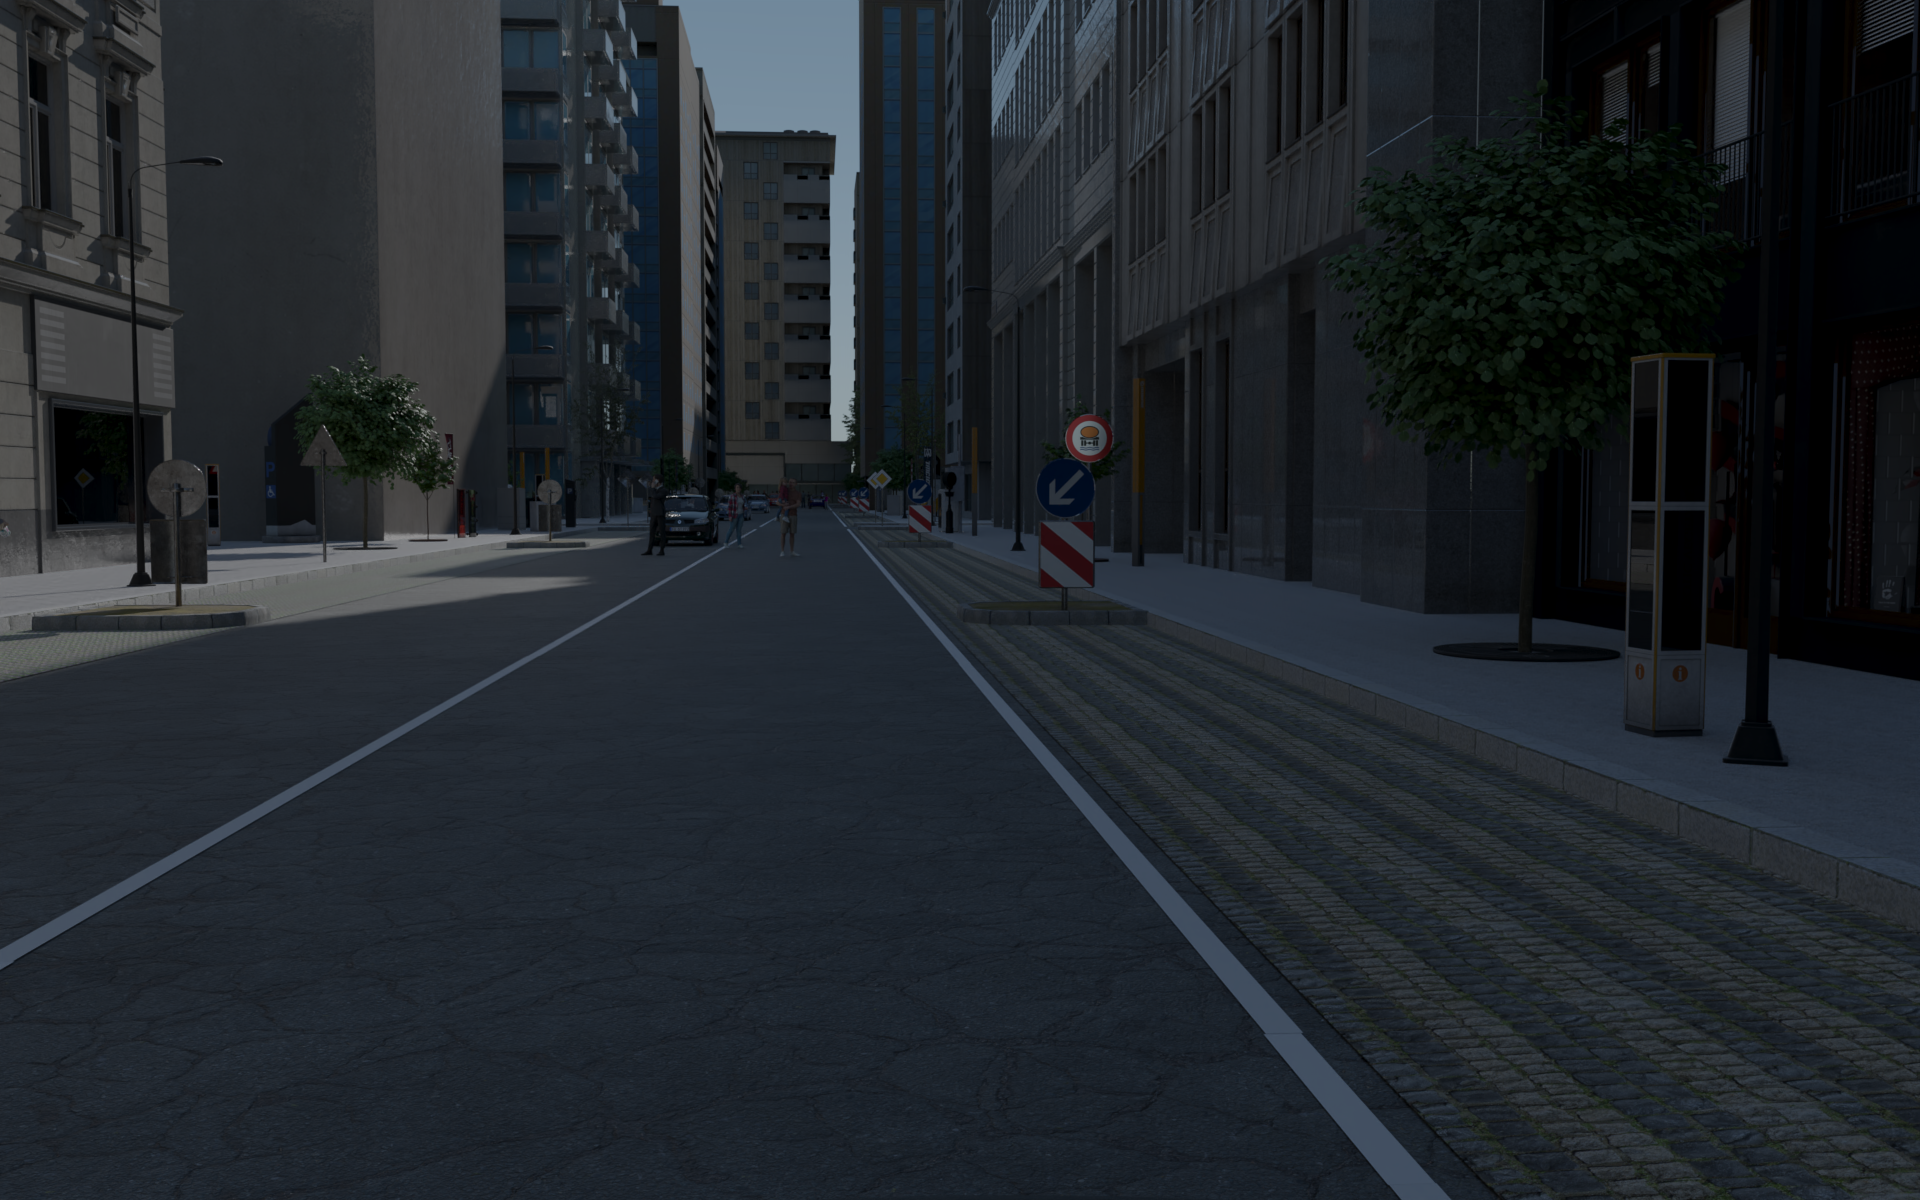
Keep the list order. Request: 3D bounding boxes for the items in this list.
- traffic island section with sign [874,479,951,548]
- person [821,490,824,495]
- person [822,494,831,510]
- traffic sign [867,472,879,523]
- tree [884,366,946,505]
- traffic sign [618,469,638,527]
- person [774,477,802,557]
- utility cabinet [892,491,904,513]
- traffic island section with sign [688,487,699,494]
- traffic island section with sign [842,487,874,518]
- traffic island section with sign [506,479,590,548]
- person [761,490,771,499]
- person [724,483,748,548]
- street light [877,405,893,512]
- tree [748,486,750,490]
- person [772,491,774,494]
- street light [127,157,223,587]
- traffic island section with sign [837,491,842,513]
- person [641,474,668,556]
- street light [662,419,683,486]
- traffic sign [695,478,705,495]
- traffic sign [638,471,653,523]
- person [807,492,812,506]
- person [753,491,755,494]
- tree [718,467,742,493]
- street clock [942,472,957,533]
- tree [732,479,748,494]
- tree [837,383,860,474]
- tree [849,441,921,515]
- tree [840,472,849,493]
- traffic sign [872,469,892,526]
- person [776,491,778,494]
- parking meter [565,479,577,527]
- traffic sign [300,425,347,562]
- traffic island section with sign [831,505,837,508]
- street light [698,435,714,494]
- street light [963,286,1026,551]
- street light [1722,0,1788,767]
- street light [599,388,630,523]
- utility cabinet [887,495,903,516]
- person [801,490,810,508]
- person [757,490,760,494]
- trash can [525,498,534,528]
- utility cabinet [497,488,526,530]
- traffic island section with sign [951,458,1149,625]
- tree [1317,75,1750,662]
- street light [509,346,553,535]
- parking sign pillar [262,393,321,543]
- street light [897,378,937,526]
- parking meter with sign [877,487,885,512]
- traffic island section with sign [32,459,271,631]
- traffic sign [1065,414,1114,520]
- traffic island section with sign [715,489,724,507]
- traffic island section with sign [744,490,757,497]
[{"bbox_3d":[-1.237,-2.333,46.770,1.989,1.847,2.006,0,4,-5],"label":"traffic island section with sign"},{"bbox_3d":[-15.005,-10.917,186.869,0.599,1.838,0.709,0,4,-2],"label":"person"},{"bbox_3d":[-11.924,-8.705,154.050,0.991,1.433,0.599,-3,4,-36],"label":"person"},{"bbox_3d":[-3.768,-4.499,77.194,0.795,2.450,0.064,0,4,-5],"label":"traffic sign"},{"bbox_3d":[-2.169,-9.169,100.273,4.737,8.622,4.395,0,3,0],"label":"tree"},{"bbox_3d":[-13.126,-3.963,68.436,0.795,2.450,0.064,0,4,-5],"label":"traffic sign"},{"bbox_3d":[-3.958,-1.909,39.685,0.573,1.828,0.580,2,4,31],"label":"person"},{"bbox_3d":[-4.185,-6.749,119.020,0.318,1.500,1.173,-3,5,-42],"label":"utility cabinet"},{"bbox_3d":[-15.501,-5.650,101.001,1.989,1.847,2.006,0,4,-5],"label":"traffic island section with sign"},{"bbox_3d":[-5.797,-5.726,102.245,1.989,1.847,2.006,0,4,-5],"label":"traffic island section with sign"},{"bbox_3d":[-11.012,-2.315,46.485,1.989,1.847,2.006,0,4,-5],"label":"traffic island section with sign"},{"bbox_3d":[-18.828,-9.672,166.768,1.348,1.807,0.705,-2,4,-30],"label":"person"},{"bbox_3d":[-5.926,-2.234,45.872,0.563,1.720,0.643,-3,5,-44],"label":"person"},{"bbox_3d":[-3.427,-7.209,90.404,1.470,5.913,1.316,0,4,-5],"label":"street light"},{"bbox_3d":[-28.213,-14.166,226.215,1.663,3.219,1.824,0,3,0],"label":"tree"},{"bbox_3d":[-24.632,-13.399,227.563,0.705,1.826,1.348,0,4,-4],"label":"person"},{"bbox_3d":[-10.850,-3.145,23.956,1.470,5.913,1.316,0,4,-5],"label":"street light"},{"bbox_3d":[-8.022,-7.382,129.323,1.989,1.847,2.006,0,4,-5],"label":"traffic island section with sign"},{"bbox_3d":[-7.105,-1.991,40.423,0.648,1.900,0.474,3,5,44],"label":"person"},{"bbox_3d":[-17.746,-8.206,106.714,1.470,5.913,1.316,0,4,-5],"label":"street light"},{"bbox_3d":[-20.351,-8.289,135.629,0.768,2.556,0.104,0,4,-2],"label":"traffic sign"},{"bbox_3d":[-13.780,-4.450,76.394,0.795,2.450,0.064,0,4,-5],"label":"traffic sign"},{"bbox_3d":[-18.109,-12.217,209.043,0.742,1.727,0.445,2,4,24],"label":"person"},{"bbox_3d":[-19.082,-9.309,161.410,0.721,1.735,1.217,2,4,27],"label":"person"},{"bbox_3d":[-27.811,-13.688,207.511,4.285,4.588,4.351,0,3,0],"label":"tree"},{"bbox_3d":[-0.341,-3.171,56.412,0.358,2.002,0.471,3,5,41],"label":"street clock"},{"bbox_3d":[-28.186,-13.753,219.462,1.663,3.219,1.824,0,3,0],"label":"tree"},{"bbox_3d":[-7.660,-14.715,158.720,7.486,12.596,7.792,0,3,0],"label":"tree"},{"bbox_3d":[-4.281,-7.945,113.613,4.285,4.588,4.351,0,3,0],"label":"tree"},{"bbox_3d":[-9.608,-11.629,173.848,4.285,4.588,4.351,0,3,0],"label":"tree"},{"bbox_3d":[-3.113,-4.012,69.236,0.795,2.450,0.064,0,4,-5],"label":"traffic sign"},{"bbox_3d":[-21.422,-11.858,202.388,0.705,1.822,1.348,1,4,15],"label":"person"},{"bbox_3d":[-14.951,-3.722,66.572,0.399,1.863,0.255,0,4,1],"label":"parking meter"},{"bbox_3d":[-11.938,-1.987,32.486,0.884,2.594,0.081,0,4,2],"label":"traffic sign"},{"bbox_3d":[-12.110,-10.421,179.017,1.989,1.847,2.006,0,4,-5],"label":"traffic island section with sign"},{"bbox_3d":[-20.133,-10.066,137.123,1.470,5.913,1.316,0,4,-5],"label":"street light"},{"bbox_3d":[0.773,-4.059,38.901,1.470,5.913,1.316,0,4,-5],"label":"street light"},{"bbox_3d":[3.280,-2.175,8.100,1.470,5.913,1.316,0,4,-5],"label":"street light"},{"bbox_3d":[-15.187,-6.334,76.097,1.470,5.913,1.316,0,4,-5],"label":"street light"},{"bbox_3d":[-3.876,-5.620,103.049,1.020,1.237,0.306,3,5,40],"label":"utility cabinet"},{"bbox_3d":[-16.255,-10.466,179.704,1.350,1.814,0.705,0,4,-4],"label":"person"},{"bbox_3d":[-20.358,-10.144,174.294,0.705,1.831,1.348,2,4,24],"label":"person"},{"bbox_3d":[-16.546,-3.315,65.855,0.748,1.137,0.748,0,3,0],"label":"trash can"},{"bbox_3d":[-15.871,-3.219,61.316,1.173,1.500,0.318,3,4,36],"label":"utility cabinet"},{"bbox_3d":[0.991,-0.679,19.733,1.989,1.847,2.006,0,4,-5],"label":"traffic island section with sign"},{"bbox_3d":[4.464,-1.836,13.735,4.285,4.588,4.351,0,3,0],"label":"tree"},{"bbox_3d":[-13.442,-5.003,54.348,1.470,5.913,1.316,0,4,-5],"label":"street light"},{"bbox_3d":[-17.672,-3.498,45.667,1.447,3.967,1.447,2,4,26],"label":"parking sign pillar"},{"bbox_3d":[-1.655,-5.918,69.305,1.470,5.913,1.316,0,4,-5],"label":"street light"},{"bbox_3d":[-5.711,-7.784,123.529,0.543,3.016,1.738,-1,4,-15],"label":"parking meter with sign"},{"bbox_3d":[-8.763,-0.637,19.038,1.989,1.847,2.006,0,4,-5],"label":"traffic island section with sign"},{"bbox_3d":[2.063,-1.686,27.669,0.768,2.556,0.104,0,4,1],"label":"traffic sign"},{"bbox_3d":[-17.705,-7.293,127.866,1.989,1.847,2.006,0,4,-5],"label":"traffic island section with sign"},{"bbox_3d":[-21.833,-10.359,178.004,1.989,1.847,2.006,0,4,-5],"label":"traffic island section with sign"}]
